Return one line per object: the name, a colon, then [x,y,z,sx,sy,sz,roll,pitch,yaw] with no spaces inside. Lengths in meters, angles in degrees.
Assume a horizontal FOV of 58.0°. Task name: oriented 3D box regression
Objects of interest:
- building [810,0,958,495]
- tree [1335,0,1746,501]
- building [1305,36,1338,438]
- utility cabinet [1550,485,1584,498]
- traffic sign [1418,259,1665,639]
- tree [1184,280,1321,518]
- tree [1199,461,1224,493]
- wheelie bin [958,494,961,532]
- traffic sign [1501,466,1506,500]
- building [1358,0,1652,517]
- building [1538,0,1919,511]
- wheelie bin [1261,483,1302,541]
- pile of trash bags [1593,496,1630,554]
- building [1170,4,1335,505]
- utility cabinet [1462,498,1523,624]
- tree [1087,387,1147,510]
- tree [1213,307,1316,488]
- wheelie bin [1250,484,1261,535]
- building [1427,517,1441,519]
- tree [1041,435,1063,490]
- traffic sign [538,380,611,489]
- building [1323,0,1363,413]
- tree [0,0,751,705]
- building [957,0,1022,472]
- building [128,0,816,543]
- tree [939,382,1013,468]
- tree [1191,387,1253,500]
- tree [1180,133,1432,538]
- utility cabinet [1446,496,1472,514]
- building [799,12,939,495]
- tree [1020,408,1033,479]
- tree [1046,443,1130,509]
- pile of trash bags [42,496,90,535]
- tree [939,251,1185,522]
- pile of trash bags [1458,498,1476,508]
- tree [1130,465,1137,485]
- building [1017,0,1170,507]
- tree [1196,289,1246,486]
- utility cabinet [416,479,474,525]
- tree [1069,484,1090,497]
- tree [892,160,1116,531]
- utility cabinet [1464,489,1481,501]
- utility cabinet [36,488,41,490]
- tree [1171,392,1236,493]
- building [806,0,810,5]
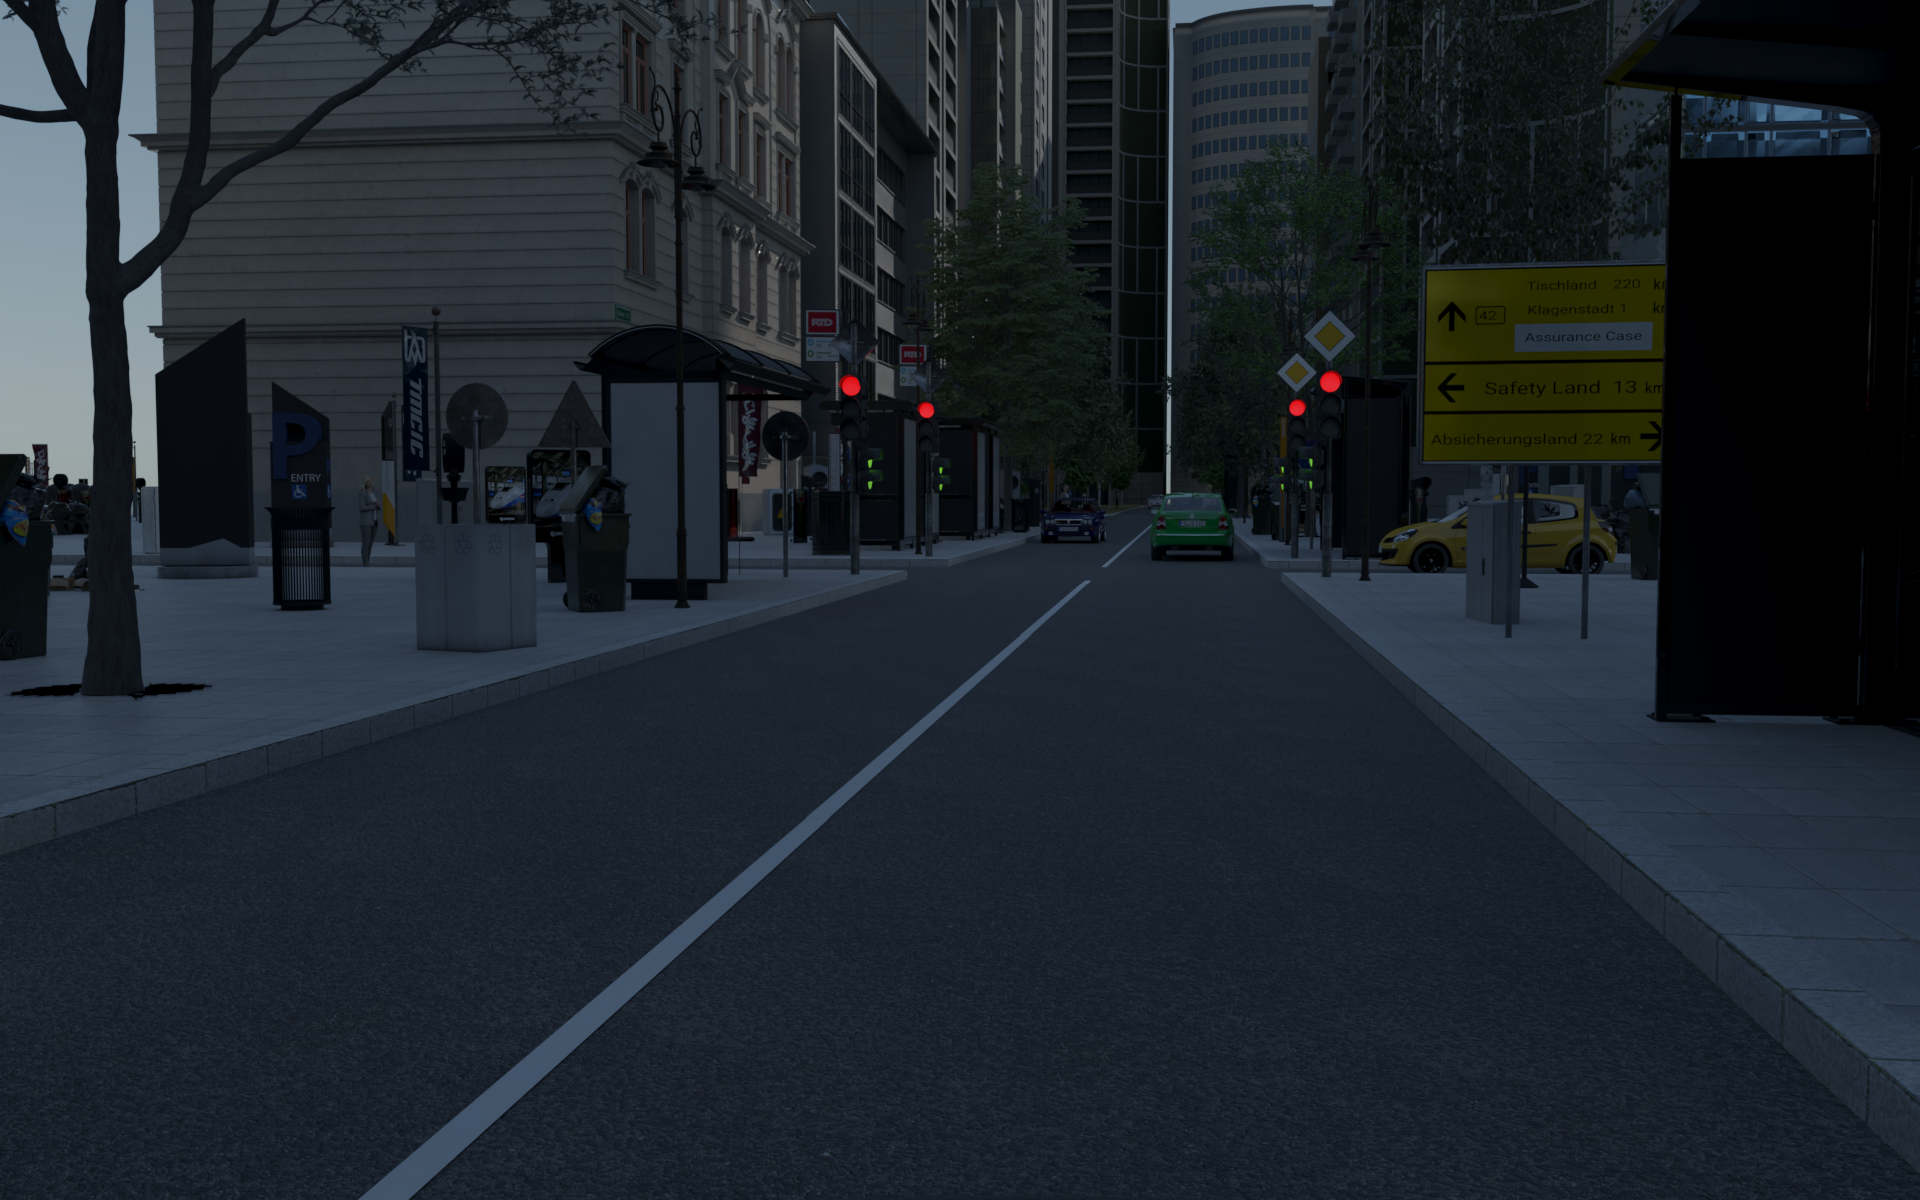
building: [-1.980,-44.673,168.647,20.611,71.187,20.563,0,4,7]
tree: [5.899,-4.178,18.671,4.360,8.622,3.978,0,3,0]
building: [40.778,-31.601,166.794,14.600,45.320,14.200,0,4,7]
utility cabinet: [14.375,-1.981,41.070,0.318,1.500,1.173,0,4,-7]
traffic sign: [5.217,-1.311,15.304,2.265,3.308,0.079,1,4,11]
tree: [15.219,-10.759,92.915,9.611,12.733,9.660,0,3,0]
tree: [23.717,-10.769,159.786,4.285,4.588,4.351,0,3,0]
wheelie bin: [0.327,-3.129,59.068,0.980,1.594,0.693,-3,5,-41]
traffic sign: [6.994,-1.235,22.317,0.606,2.300,0.079,1,4,12]
building: [36.670,-41.587,118.195,20.563,71.187,20.611,0,4,7]
building: [33.683,-45.024,48.811,31.000,86.520,22.319,0,4,7]
wheelie bin: [8.993,-2.440,47.807,0.980,1.594,0.693,3,4,37]
pile of trash bags: [14.448,-1.728,38.001,3.447,1.369,1.912,1,4,9]
building: [39.625,-40.753,208.315,28.212,58.520,21.231,0,4,7]
utility cabinet: [5.382,-0.389,17.517,0.306,1.237,1.020,0,4,2]
tree: [9.615,-10.165,116.567,4.737,8.622,4.395,0,3,0]
tree: [12.164,-7.137,67.059,4.737,8.622,4.395,0,3,0]
wheelie bin: [9.587,-2.851,54.525,0.693,1.594,0.980,2,4,33]
building: [34.055,-39.930,91.102,20.563,71.187,20.611,0,4,7]
tree: [4.655,-9.489,105.500,4.360,8.622,3.978,0,3,0]
traffic sign: [-4.420,-1.213,19.840,0.884,2.594,0.081,1,4,11]
building: [42.130,-32.064,143.860,23.786,49.044,30.456,0,4,7]
tree: [-5.365,-6.147,10.871,12.009,13.543,11.850,0,3,0]
building: [-2.720,-27.852,138.973,14.154,41.232,14.086,0,4,7]
building: [-13.599,-16.432,56.045,14.401,28.519,23.554,0,4,7]
tree: [0.688,-8.483,89.066,4.360,8.622,3.978,0,3,0]
tree: [25.708,-15.241,167.312,7.486,12.596,7.792,0,3,0]
tree: [10.241,-7.667,51.111,9.928,11.665,9.643,0,3,0]
utility cabinet: [21.333,-3.844,74.007,1.020,1.237,0.306,0,4,-3]
building: [-10.090,-16.151,83.128,14.314,24.678,30.058,0,4,7]
tree: [2.144,-9.160,100.125,4.360,8.622,3.978,0,3,0]
tree: [6.180,-6.619,91.942,4.285,4.588,4.351,0,3,0]
pile of trash bags: [-28.768,-2.729,54.380,3.447,1.369,1.912,-3,5,-43]
tree: [3.456,-9.932,79.388,9.611,12.733,9.660,0,3,0]
pile of trash bags: [16.301,-2.546,51.385,3.447,1.369,1.912,2,4,26]
tree: [13.621,-10.186,150.248,4.285,4.588,4.351,0,3,0]
building: [14.920,-47.234,210.535,20.611,71.187,20.563,0,4,7]
tree: [10.449,-6.747,60.680,4.360,8.622,3.978,0,3,0]
utility cabinet: [-7.464,-1.016,25.284,0.318,1.500,1.173,1,4,14]
tree: [6.825,-6.247,96.740,1.663,3.219,1.824,0,3,0]
tree: [1.540,-8.671,59.896,7.486,12.596,7.792,0,3,0]
utility cabinet: [22.680,-4.106,75.816,1.173,1.500,0.318,2,4,29]
utility cabinet: [-36.600,-3.631,68.043,1.173,1.500,0.318,2,4,30]
tree: [27.153,-16.980,184.271,9.857,13.997,8.962,0,3,0]
building: [-8.718,-41.781,121.379,20.563,71.187,20.611,0,4,7]
